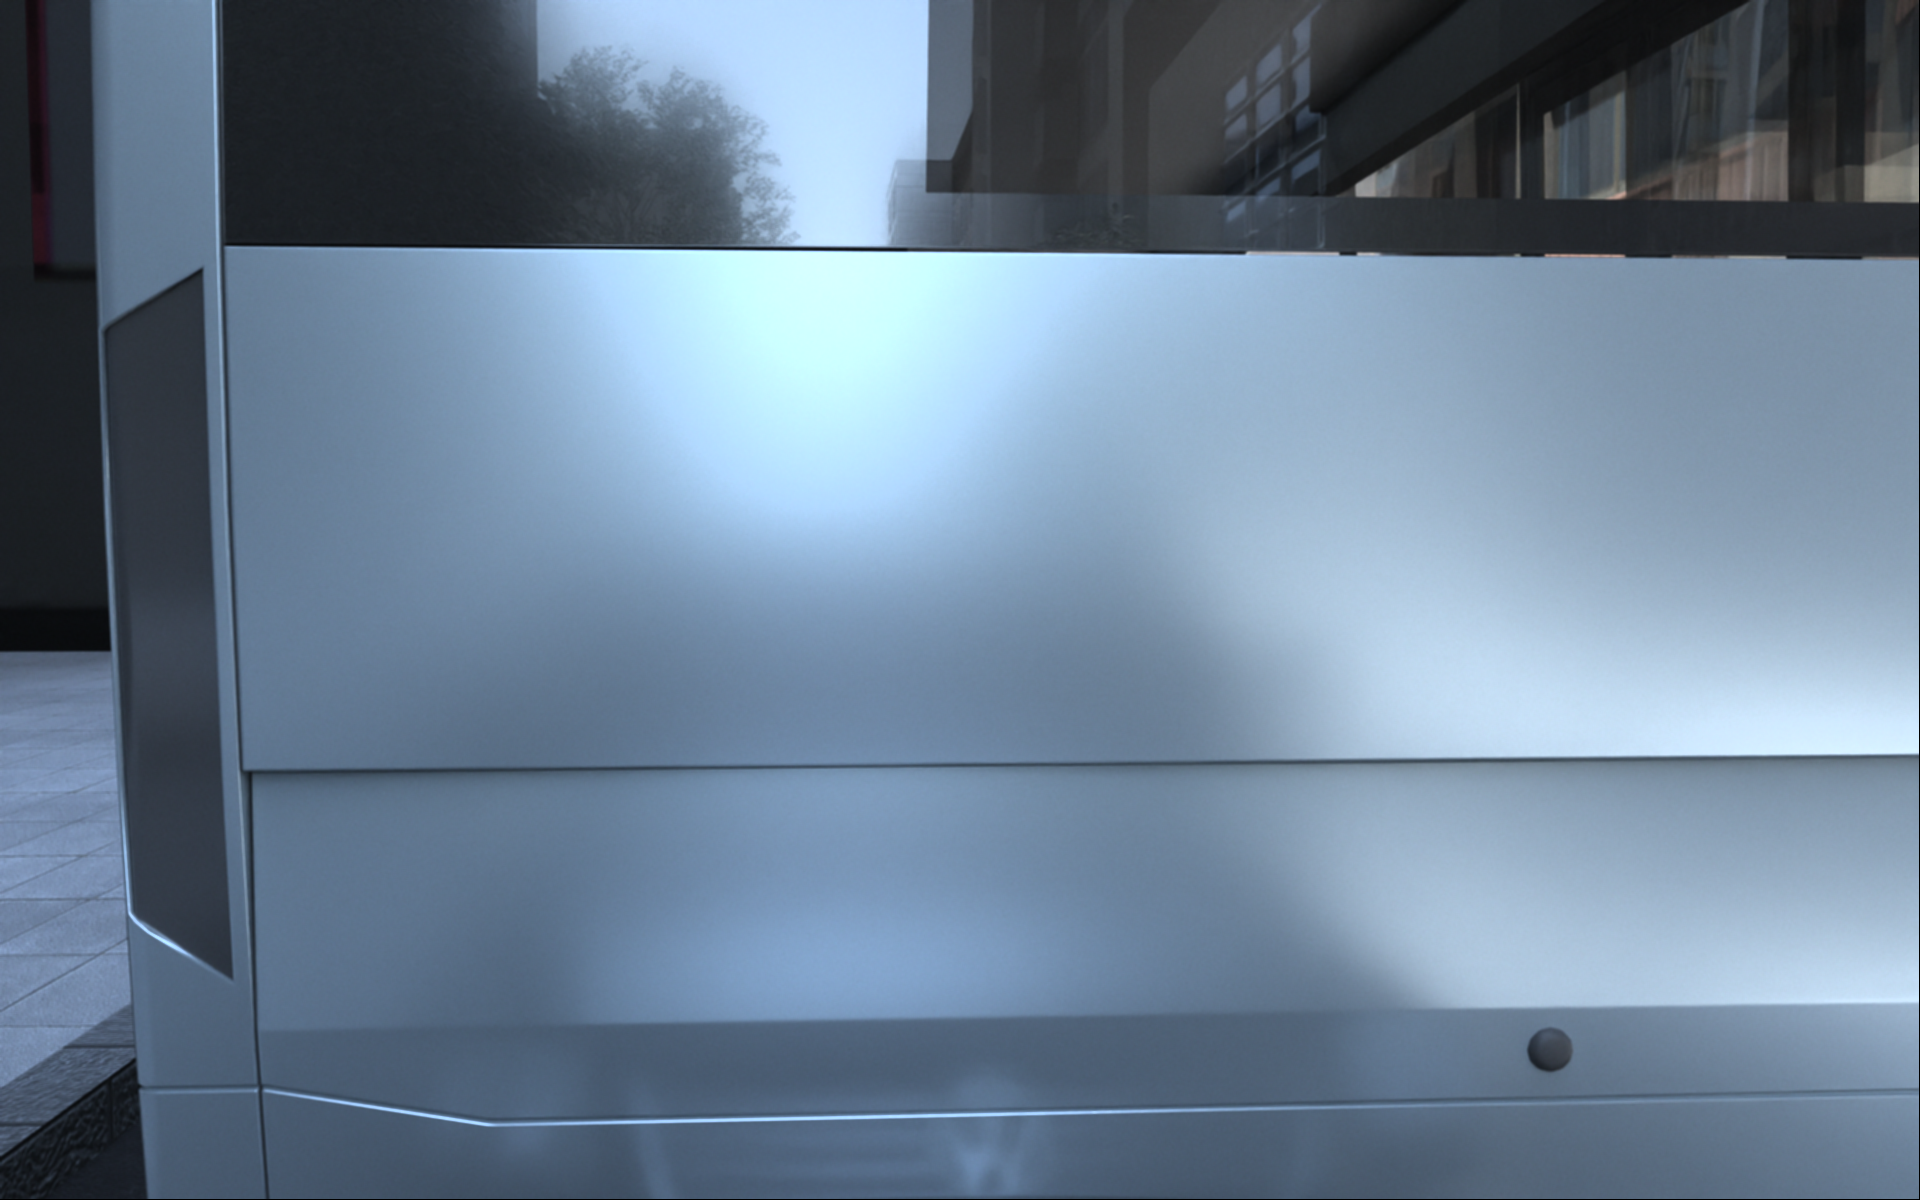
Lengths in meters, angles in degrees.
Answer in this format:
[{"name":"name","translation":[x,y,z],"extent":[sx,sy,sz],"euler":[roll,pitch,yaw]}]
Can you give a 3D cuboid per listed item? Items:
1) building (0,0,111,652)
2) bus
[{"name":"building","translation":[-16.359,-24.035,16.677],"extent":[21.600,48.544,21.300],"euler":[0,4,-2]},{"name":"bus","translation":[-0.009,-0.831,8.451],"extent":[2.948,3.499,13.247],"euler":[0,4,-3]}]
